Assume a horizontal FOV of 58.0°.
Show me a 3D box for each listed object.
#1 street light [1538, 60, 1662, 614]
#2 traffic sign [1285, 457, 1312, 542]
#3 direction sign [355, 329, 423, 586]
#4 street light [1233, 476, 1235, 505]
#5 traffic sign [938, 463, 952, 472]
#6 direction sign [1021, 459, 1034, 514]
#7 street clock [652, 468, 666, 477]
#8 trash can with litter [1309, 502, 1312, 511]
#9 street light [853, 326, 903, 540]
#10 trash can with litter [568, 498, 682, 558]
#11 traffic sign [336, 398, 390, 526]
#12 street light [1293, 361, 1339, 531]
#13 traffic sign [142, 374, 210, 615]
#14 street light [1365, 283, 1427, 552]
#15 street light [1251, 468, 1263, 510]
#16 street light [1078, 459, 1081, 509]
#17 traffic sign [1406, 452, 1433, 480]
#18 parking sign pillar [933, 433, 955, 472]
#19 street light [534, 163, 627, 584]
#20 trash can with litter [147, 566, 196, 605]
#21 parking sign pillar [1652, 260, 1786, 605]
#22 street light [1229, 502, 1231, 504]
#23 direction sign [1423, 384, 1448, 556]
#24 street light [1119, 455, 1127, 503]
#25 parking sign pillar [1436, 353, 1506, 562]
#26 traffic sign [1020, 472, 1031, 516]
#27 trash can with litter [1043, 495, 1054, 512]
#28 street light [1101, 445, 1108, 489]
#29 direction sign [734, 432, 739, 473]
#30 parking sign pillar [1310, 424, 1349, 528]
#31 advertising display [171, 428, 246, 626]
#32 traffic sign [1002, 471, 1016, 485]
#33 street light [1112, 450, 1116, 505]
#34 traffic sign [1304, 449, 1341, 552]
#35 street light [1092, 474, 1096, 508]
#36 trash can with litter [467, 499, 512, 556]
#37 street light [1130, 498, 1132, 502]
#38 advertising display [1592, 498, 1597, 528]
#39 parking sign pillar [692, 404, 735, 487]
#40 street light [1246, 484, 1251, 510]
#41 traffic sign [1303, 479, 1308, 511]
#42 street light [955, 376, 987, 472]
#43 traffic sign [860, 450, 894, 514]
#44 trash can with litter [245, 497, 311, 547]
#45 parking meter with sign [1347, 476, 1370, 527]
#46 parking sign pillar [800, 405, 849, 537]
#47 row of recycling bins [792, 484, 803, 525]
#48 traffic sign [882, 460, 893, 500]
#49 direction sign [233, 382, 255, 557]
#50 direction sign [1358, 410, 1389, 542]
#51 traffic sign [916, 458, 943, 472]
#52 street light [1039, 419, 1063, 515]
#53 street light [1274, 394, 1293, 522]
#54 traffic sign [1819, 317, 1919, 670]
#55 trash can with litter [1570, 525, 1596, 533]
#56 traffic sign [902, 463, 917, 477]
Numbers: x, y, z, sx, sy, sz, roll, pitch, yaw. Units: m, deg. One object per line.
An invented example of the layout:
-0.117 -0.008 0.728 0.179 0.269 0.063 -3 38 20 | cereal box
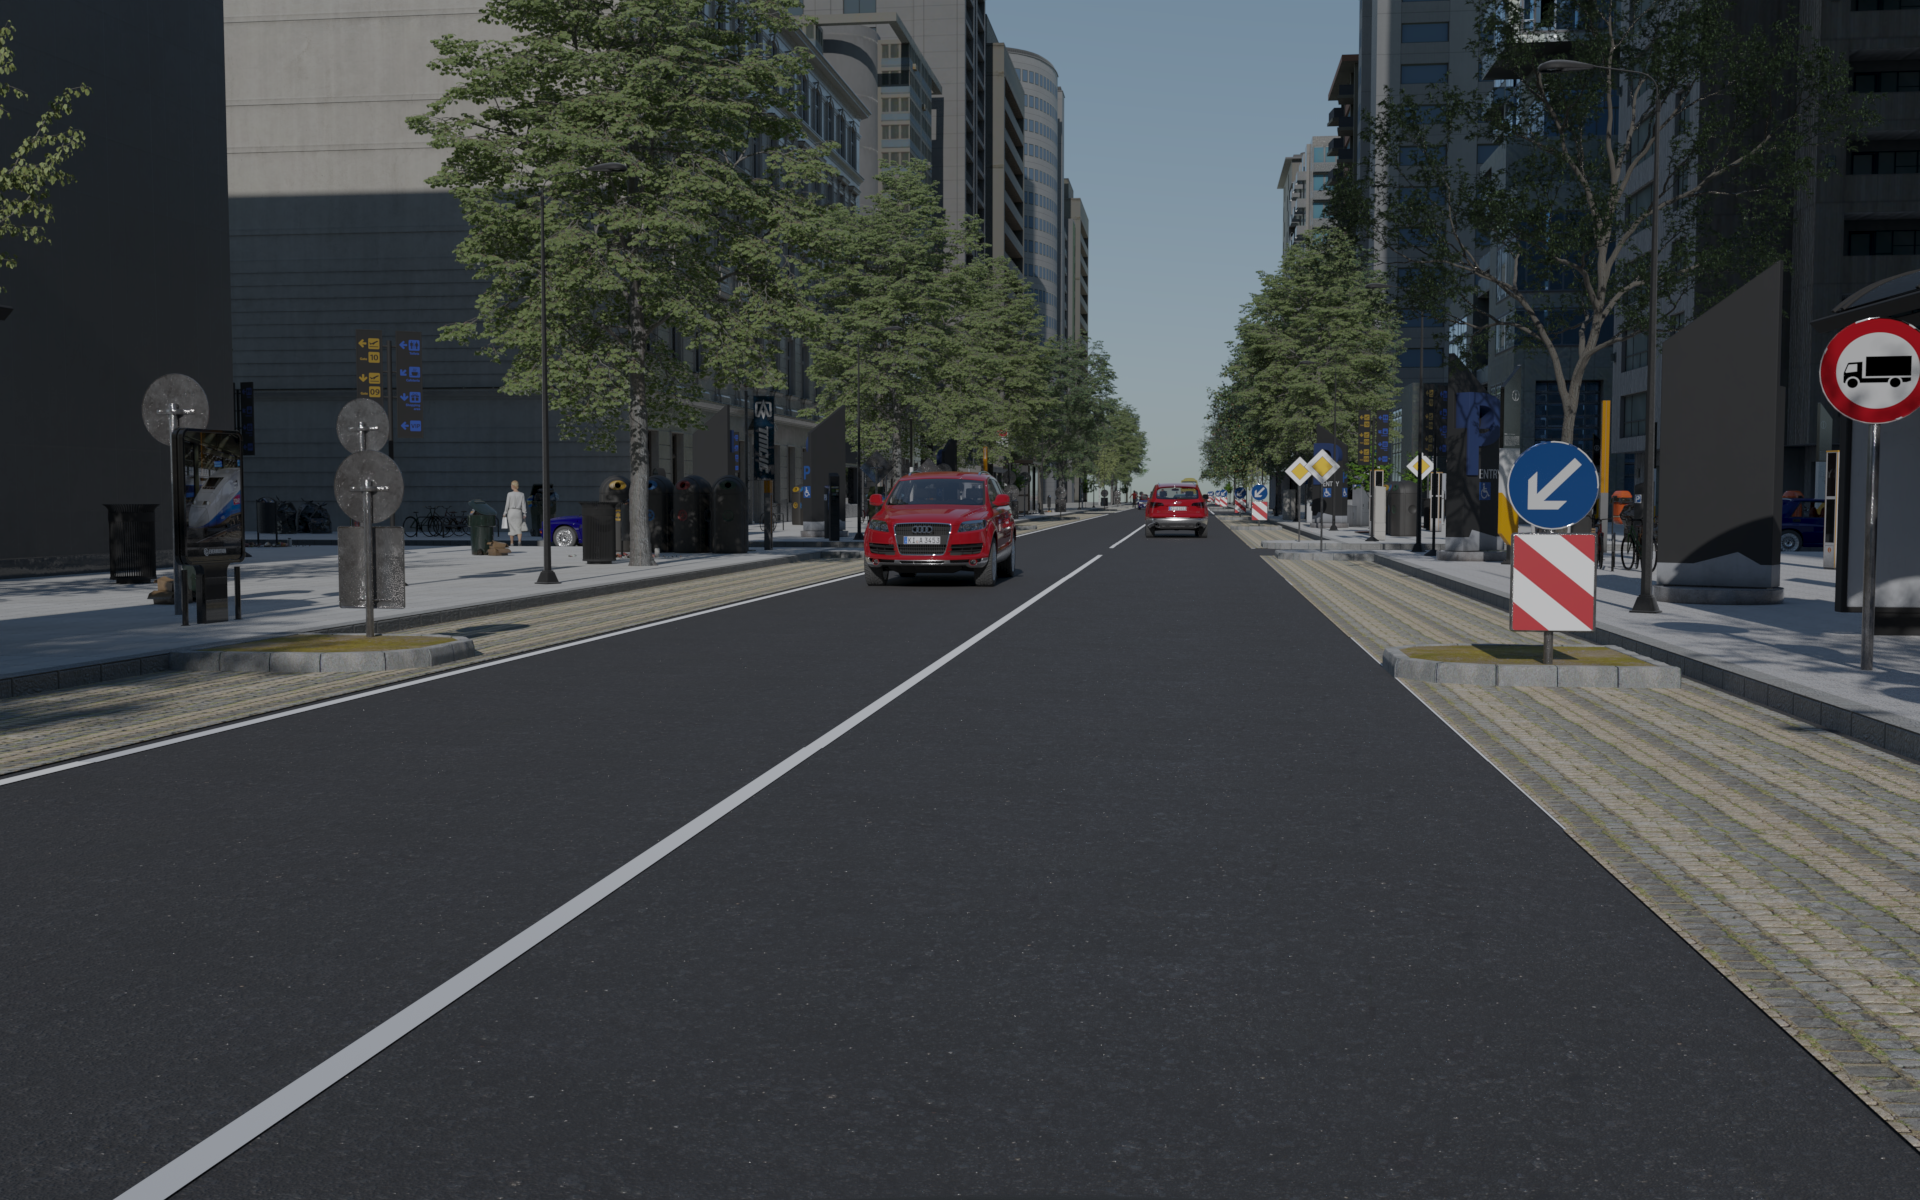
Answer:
6.888 -2.820 18.649 1.470 5.913 1.316 0 4 8 | street light
9.093 -2.615 46.392 0.795 2.450 0.064 0 4 8 | traffic sign
-7.897 -1.960 24.049 0.876 3.537 0.379 -2 4 -28 | direction sign
22.520 -10.043 136.750 1.470 5.913 1.316 0 4 8 | street light
-0.711 -4.402 72.077 0.768 2.556 0.104 1 4 13 | traffic sign
4.362 -7.364 112.404 0.876 3.537 0.379 -1 4 -19 | direction sign
-8.333 -2.655 47.984 0.358 2.002 0.471 -2 4 -33 | street clock
14.637 -3.566 69.688 1.055 1.170 0.624 0 4 -5 | trash can with litter
-2.282 -4.627 48.186 1.470 5.913 1.316 0 4 8 | street light
-6.902 -1.471 35.109 2.233 1.210 1.678 2 4 27 | trash can with litter
-7.937 -1.401 23.015 0.768 2.556 0.104 1 4 11 | traffic sign
12.512 -5.372 60.378 1.470 5.913 1.316 0 4 8 | street light
-8.307 -1.115 18.338 0.768 2.556 0.104 0 4 8 | traffic sign
9.608 -4.017 38.219 1.470 5.913 1.316 0 4 8 | street light
17.664 -7.769 99.557 1.470 5.913 1.316 0 4 8 | street light
7.862 -9.271 124.126 1.470 5.913 1.316 0 4 8 | street light
12.561 -2.815 47.216 0.795 2.450 0.064 1 4 12 | traffic sign
-0.599 -5.248 74.272 1.447 3.967 1.447 1 4 21 | parking sign pillar
-5.357 -3.178 24.496 1.470 5.913 1.316 0 4 8 | street light
-9.057 -0.556 20.473 0.624 1.170 1.055 1 4 14 | trash can with litter
9.044 -1.963 20.571 1.447 3.967 1.447 3 4 39 | parking sign pillar
25.363 -11.251 156.495 1.470 5.913 1.316 0 4 8 | street light
9.837 -2.684 35.878 0.876 3.537 0.379 -3 5 -44 | direction sign
18.794 -14.282 206.053 1.470 5.913 1.316 0 4 8 | street light
9.987 -2.752 33.471 1.447 3.967 1.447 -3 4 -36 | parking sign pillar
3.713 -6.078 99.483 0.768 2.556 0.104 1 4 12 | traffic sign
6.387 -6.751 121.430 1.678 1.210 2.233 1 4 8 | trash can with litter
13.191 -11.688 163.641 1.470 5.913 1.316 0 4 8 | street light
-8.364 -4.360 63.288 0.876 3.537 0.379 3 5 41 | direction sign
14.078 -4.735 65.896 1.447 3.967 1.447 3 5 43 | parking sign pillar
-7.461 -0.735 17.235 0.123 1.923 0.974 1 4 11 | advertising display
2.651 -5.740 93.959 0.768 2.556 0.104 1 4 16 | traffic sign
15.828 -12.908 183.589 1.470 5.913 1.316 0 4 8 | street light
8.036 -2.131 38.477 0.795 2.450 0.064 0 4 8 | traffic sign
10.475 -10.491 144.070 1.470 5.913 1.316 0 4 8 | street light
-9.801 -1.519 36.222 1.055 1.170 0.624 2 4 35 | trash can with litter
21.415 -15.480 225.636 1.470 5.913 1.316 0 4 8 | street light
21.735 -3.327 59.618 0.123 1.923 0.974 0 4 6 | advertising display
-7.460 -3.917 52.518 1.447 3.967 1.447 2 4 28 | parking sign pillar
20.385 -9.004 119.760 1.470 5.913 1.316 0 4 8 | street light
18.432 -5.642 92.349 0.768 2.556 0.104 1 4 13 | traffic sign
0.379 -5.860 68.344 1.470 5.913 1.316 0 4 8 | street light
-1.917 -2.213 39.821 0.795 2.450 0.064 0 4 8 | traffic sign
-17.143 -1.901 42.133 2.233 1.210 1.678 1 4 12 | trash can with litter
15.691 -4.379 67.863 0.543 3.016 1.738 3 5 42 | parking meter with sign
-4.065 -3.879 51.890 1.447 3.967 1.447 -3 5 -41 | parking sign pillar
-6.065 -3.887 70.671 1.069 1.692 3.534 -1 4 -19 | row of recycling bins
-2.722 -3.885 63.633 0.768 2.556 0.104 1 4 10 | traffic sign
-14.633 -2.642 35.191 0.876 3.537 0.379 2 4 28 | direction sign
11.181 -3.358 46.896 0.876 3.537 0.379 -1 4 -12 | direction sign
-0.861 -2.697 47.736 0.795 2.450 0.064 0 4 8 | traffic sign
5.657 -8.263 107.645 1.470 5.913 1.316 0 4 8 | street light
15.011 -6.571 79.977 1.470 5.913 1.316 0 4 8 | street light
6.617 -0.762 12.562 0.768 2.556 0.104 1 4 16 | traffic sign
18.118 -2.394 50.537 1.055 1.170 0.624 0 4 2 | trash can with litter
-2.107 -4.369 71.547 0.768 2.556 0.104 1 4 13 | traffic sign
